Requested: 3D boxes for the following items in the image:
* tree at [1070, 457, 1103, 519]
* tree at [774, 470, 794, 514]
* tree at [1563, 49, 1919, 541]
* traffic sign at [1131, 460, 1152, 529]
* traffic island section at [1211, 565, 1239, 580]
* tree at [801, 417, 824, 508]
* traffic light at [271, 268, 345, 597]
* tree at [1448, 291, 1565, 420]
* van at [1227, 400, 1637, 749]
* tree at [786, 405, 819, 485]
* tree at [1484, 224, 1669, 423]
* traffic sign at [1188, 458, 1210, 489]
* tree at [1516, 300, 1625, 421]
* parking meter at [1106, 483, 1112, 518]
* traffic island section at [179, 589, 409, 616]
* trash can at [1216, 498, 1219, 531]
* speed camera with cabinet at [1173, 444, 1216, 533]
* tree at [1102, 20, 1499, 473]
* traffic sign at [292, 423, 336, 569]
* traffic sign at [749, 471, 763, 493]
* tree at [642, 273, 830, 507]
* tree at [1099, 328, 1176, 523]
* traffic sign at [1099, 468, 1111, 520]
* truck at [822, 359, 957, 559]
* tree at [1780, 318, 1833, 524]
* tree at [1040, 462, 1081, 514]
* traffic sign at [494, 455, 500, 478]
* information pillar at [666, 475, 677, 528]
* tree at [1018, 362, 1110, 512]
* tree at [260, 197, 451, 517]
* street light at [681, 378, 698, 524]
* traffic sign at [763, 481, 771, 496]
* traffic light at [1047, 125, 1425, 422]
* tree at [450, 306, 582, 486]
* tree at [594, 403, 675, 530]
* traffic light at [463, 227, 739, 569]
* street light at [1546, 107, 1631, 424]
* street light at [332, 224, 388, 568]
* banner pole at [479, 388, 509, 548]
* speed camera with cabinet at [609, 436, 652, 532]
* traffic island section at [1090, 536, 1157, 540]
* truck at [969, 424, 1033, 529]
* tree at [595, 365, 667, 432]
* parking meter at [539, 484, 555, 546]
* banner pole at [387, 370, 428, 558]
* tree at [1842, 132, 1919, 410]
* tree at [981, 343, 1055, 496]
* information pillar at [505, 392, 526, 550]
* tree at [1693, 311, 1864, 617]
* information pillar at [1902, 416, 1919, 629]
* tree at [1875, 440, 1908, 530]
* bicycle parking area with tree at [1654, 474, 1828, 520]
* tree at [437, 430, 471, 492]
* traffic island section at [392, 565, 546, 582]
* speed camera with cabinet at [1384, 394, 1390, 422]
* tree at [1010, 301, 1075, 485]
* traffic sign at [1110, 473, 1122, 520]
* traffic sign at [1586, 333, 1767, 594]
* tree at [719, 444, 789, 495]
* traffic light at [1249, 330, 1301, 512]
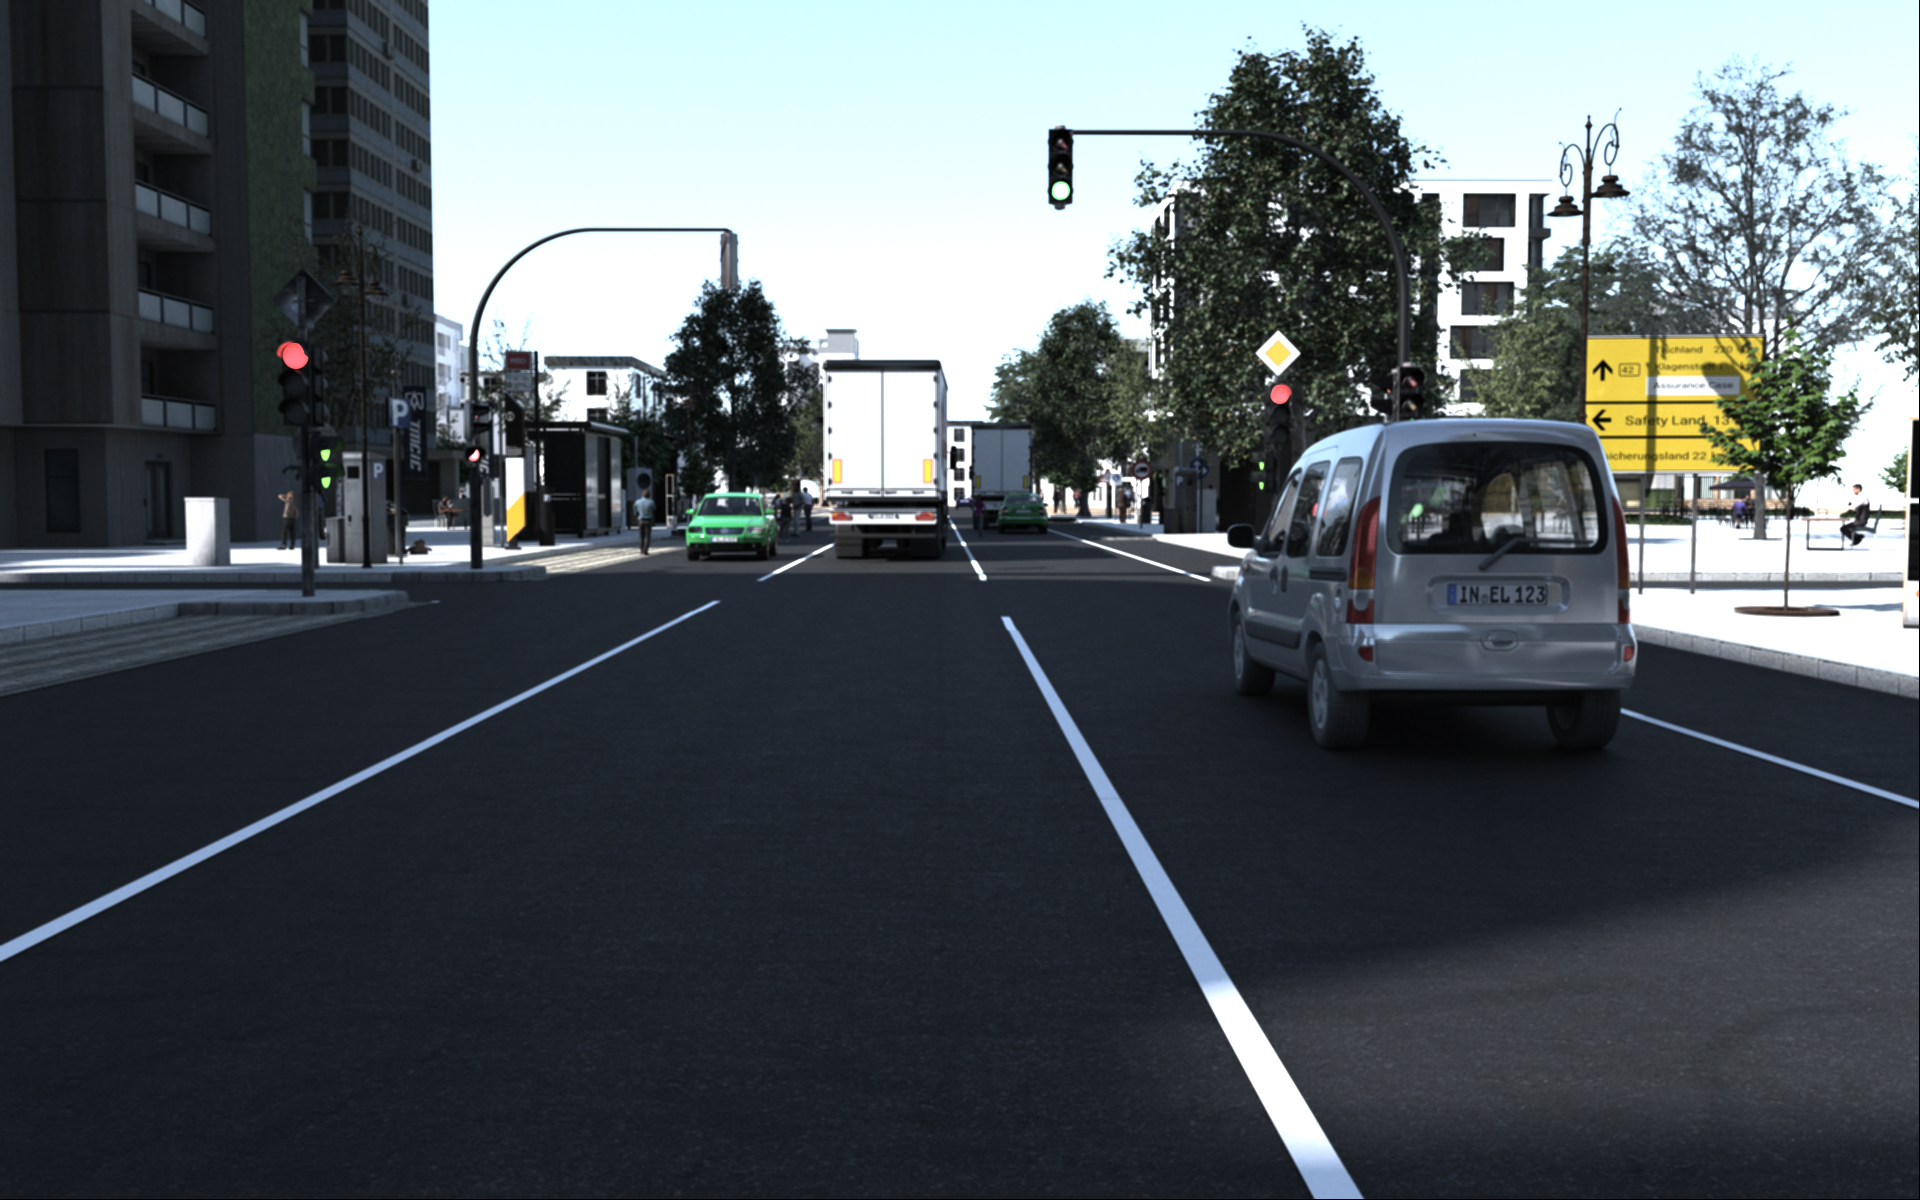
[{"bbox_3d":[6.820,-5.884,90.812,1.663,3.219,1.824,0,3,0],"label":"tree"},{"bbox_3d":[-11.911,-7.294,113.859,1.663,3.219,1.824,0,3,0],"label":"tree"},{"bbox_3d":[22.252,-8.422,48.076,12.009,13.543,11.850,0,3,0],"label":"tree"},{"bbox_3d":[6.717,-3.912,64.068,0.768,2.556,0.104,0,4,5],"label":"traffic sign"},{"bbox_3d":[5.466,-0.468,29.929,2.009,0.180,2.903,0,4,-1],"label":"traffic island section"},{"bbox_3d":[-13.244,-13.014,163.134,4.360,8.622,3.978,0,3,0],"label":"tree"},{"bbox_3d":[-8.159,-2.000,21.620,0.839,4.253,0.868,0,4,-1],"label":"traffic light"},{"bbox_3d":[19.716,-6.839,62.180,4.737,8.622,4.395,0,3,0],"label":"tree"},{"bbox_3d":[2.818,-0.251,11.119,2.013,2.044,4.112,0,4,-1],"label":"van"},{"bbox_3d":[-12.959,-11.282,134.826,4.737,8.622,4.395,0,3,0],"label":"tree"},{"bbox_3d":[29.706,-10.825,83.643,9.857,13.997,8.962,0,3,0],"label":"tree"},{"bbox_3d":[8.467,-3.756,61.510,0.768,2.556,0.104,0,4,2],"label":"traffic sign"},{"bbox_3d":[35.808,-11.128,100.067,7.486,12.596,7.792,0,3,0],"label":"tree"},{"bbox_3d":[7.942,-5.295,92.291,0.255,1.863,0.399,-1,4,-8],"label":"parking meter"},{"bbox_3d":[-8.200,0.032,21.754,2.009,0.180,2.903,0,4,-1],"label":"traffic island section"},{"bbox_3d":[9.131,-3.003,60.749,0.748,1.137,0.748,0,3,0],"label":"trash can"},{"bbox_3d":[7.925,-3.924,58.501,0.660,3.252,2.038,-1,4,-21],"label":"speed camera with cabinet"},{"bbox_3d":[8.333,-7.678,42.539,9.611,12.733,9.660,0,3,0],"label":"tree"},{"bbox_3d":[-11.034,-1.806,29.627,0.768,2.556,0.104,0,4,1],"label":"traffic sign"},{"bbox_3d":[-11.226,-5.828,95.394,0.768,2.556,0.104,0,4,5],"label":"traffic sign"},{"bbox_3d":[-11.696,-10.500,88.684,9.611,12.733,9.660,0,3,0],"label":"tree"},{"bbox_3d":[7.939,-7.721,76.606,4.737,8.622,4.395,0,3,0],"label":"tree"},{"bbox_3d":[7.244,-5.200,85.021,0.884,2.594,0.081,0,4,0],"label":"traffic sign"},{"bbox_3d":[-1.558,-3.225,41.650,2.839,4.237,11.283,0,4,1],"label":"truck"},{"bbox_3d":[36.327,-7.481,72.679,4.360,8.622,3.978,0,3,0],"label":"tree"},{"bbox_3d":[6.745,-7.697,109.555,4.285,4.588,4.351,0,3,0],"label":"tree"},{"bbox_3d":[-12.181,-2.619,44.952,0.606,2.300,0.079,0,4,1],"label":"traffic sign"},{"bbox_3d":[-10.847,-3.711,65.172,0.304,2.012,0.304,1,4,17],"label":"information pillar"},{"bbox_3d":[7.503,-12.415,121.113,7.486,12.596,7.792,0,3,0],"label":"tree"},{"bbox_3d":[-15.676,-5.710,43.728,4.360,8.622,3.978,0,3,0],"label":"tree"},{"bbox_3d":[-10.800,-5.902,69.282,0.468,5.910,1.993,0,4,-1],"label":"street light"},{"bbox_3d":[-11.472,-6.174,100.944,0.884,2.594,0.081,0,4,2],"label":"traffic sign"},{"bbox_3d":[3.450,-2.874,21.659,4.771,5.953,1.251,0,4,-1],"label":"traffic light"},{"bbox_3d":[-17.552,-7.240,68.739,4.360,8.622,3.978,0,3,0],"label":"tree"},{"bbox_3d":[-11.921,-4.808,62.323,4.285,4.588,4.351,0,3,0],"label":"tree"},{"bbox_3d":[-6.183,-3.364,29.669,4.771,5.953,1.251,0,4,-1],"label":"traffic light"},{"bbox_3d":[7.656,-2.965,21.260,0.468,5.910,1.993,0,4,-1],"label":"street light"},{"bbox_3d":[-10.313,-3.496,29.943,0.468,5.910,1.993,0,4,-1],"label":"street light"},{"bbox_3d":[-11.116,-3.122,41.057,0.863,3.779,0.401,-1,4,-16],"label":"banner pole"},{"bbox_3d":[-11.468,-3.947,58.868,2.038,3.252,0.660,-3,5,-45],"label":"speed camera with cabinet"},{"bbox_3d":[5.118,-1.940,54.591,1.991,0.108,1.994,0,4,-1],"label":"traffic island section"},{"bbox_3d":[1.744,-5.231,74.446,2.839,4.237,11.283,0,4,1],"label":"truck"},{"bbox_3d":[-18.670,-9.056,98.425,4.737,8.622,4.395,0,3,0],"label":"tree"},{"bbox_3d":[-10.200,-2.100,42.747,0.372,1.533,0.369,0,3,0],"label":"parking meter"},{"bbox_3d":[-11.210,-2.761,35.153,0.863,3.779,0.401,-2,4,-29],"label":"banner pole"},{"bbox_3d":[19.786,-5.151,34.586,4.360,8.622,3.978,0,3,0],"label":"tree"},{"bbox_3d":[6.630,-14.567,144.822,9.857,13.997,8.962,0,3,0],"label":"tree"},{"bbox_3d":[-10.203,-2.958,39.719,0.504,3.616,0.183,1,4,22],"label":"information pillar"},{"bbox_3d":[8.730,-1.463,18.525,1.663,3.219,1.824,0,3,0],"label":"tree"},{"bbox_3d":[9.178,-0.734,16.491,0.304,2.012,0.304,2,4,31],"label":"information pillar"},{"bbox_3d":[33.960,-4.154,62.527,1.663,3.219,1.824,0,3,0],"label":"tree"},{"bbox_3d":[39.497,-6.170,87.881,8.231,4.147,9.016,2,4,27],"label":"bicycle parking area with tree"},{"bbox_3d":[-25.909,-6.422,88.719,4.285,4.588,4.351,0,3,0],"label":"tree"},{"bbox_3d":[-8.314,-0.456,29.738,2.009,0.180,2.903,0,4,-1],"label":"traffic island section"},{"bbox_3d":[8.051,-2.478,34.846,0.660,3.252,2.038,-1,4,-16],"label":"speed camera with cabinet"},{"bbox_3d":[7.152,-11.111,98.667,9.611,12.733,9.660,0,3,0],"label":"tree"},{"bbox_3d":[7.574,-5.010,84.042,0.606,2.300,0.079,0,4,2],"label":"traffic sign"},{"bbox_3d":[9.046,-1.725,22.070,2.265,3.308,0.079,0,4,6],"label":"traffic sign"},{"bbox_3d":[-12.151,-7.002,98.203,4.285,4.588,4.351,0,3,0],"label":"tree"},{"bbox_3d":[5.426,-2.501,29.815,0.839,4.253,0.868,0,4,-1],"label":"traffic light"}]
